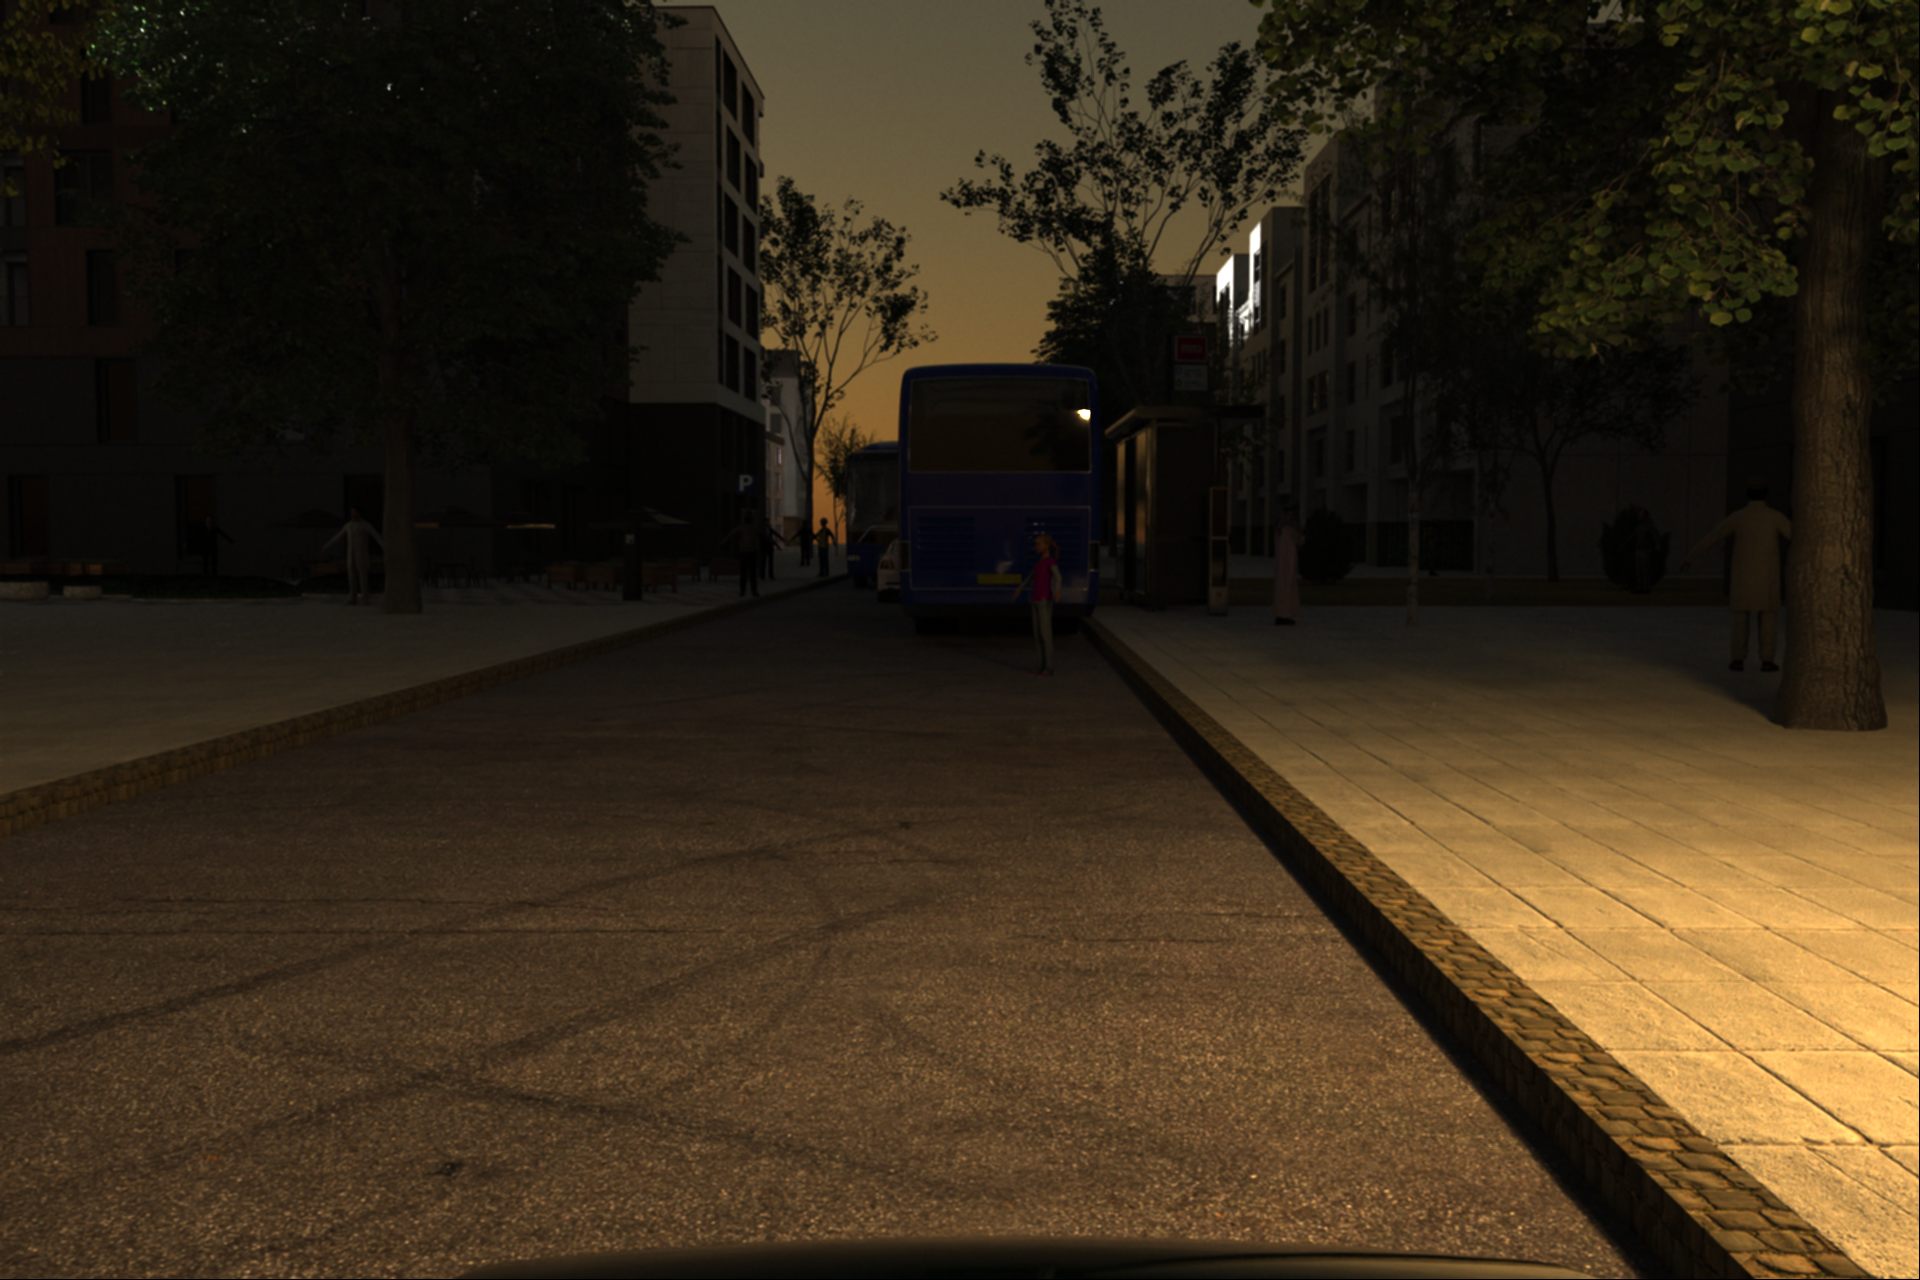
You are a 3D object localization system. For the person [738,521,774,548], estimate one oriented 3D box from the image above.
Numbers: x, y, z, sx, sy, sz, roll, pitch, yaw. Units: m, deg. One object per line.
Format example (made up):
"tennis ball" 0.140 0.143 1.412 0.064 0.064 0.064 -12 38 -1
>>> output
"person" -6.851 -3.206 58.561 1.346 1.812 0.704 -1 4 -17

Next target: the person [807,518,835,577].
"person" -4.143 -2.776 51.844 1.216 1.772 0.721 3 5 43

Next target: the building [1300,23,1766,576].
"building" 24.720 -12.370 68.700 16.747 18.905 31.486 0 4 1

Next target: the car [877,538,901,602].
"car" -0.782 -1.558 37.842 2.083 1.381 4.827 0 4 2

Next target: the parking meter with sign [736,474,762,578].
"parking meter with sign" -6.126 -3.337 50.816 0.543 3.016 1.738 0 4 3

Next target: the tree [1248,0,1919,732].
"tree" 5.807 -6.385 11.045 9.857 13.997 8.962 0 3 0

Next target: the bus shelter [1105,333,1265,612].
"bus shelter" 3.924 -3.352 32.435 2.179 5.291 8.768 0 4 0

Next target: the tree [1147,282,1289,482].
"tree" 7.478 -6.194 51.641 4.737 8.622 4.395 0 3 0

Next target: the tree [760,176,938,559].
"tree" -7.469 -14.347 90.465 12.611 20.169 13.585 0 3 0

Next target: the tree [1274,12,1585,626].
"tree" 6.093 -4.502 23.978 4.360 8.622 3.978 0 3 0

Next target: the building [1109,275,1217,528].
"building" 26.979 -18.897 152.947 27.936 21.610 32.646 0 4 1

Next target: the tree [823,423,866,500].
"tree" -7.059 -10.001 113.873 4.737 8.622 4.395 0 3 0

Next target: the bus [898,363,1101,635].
"bus" 0.555 -2.201 27.530 2.896 3.916 12.251 0 4 1

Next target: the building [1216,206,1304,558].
"building" 25.399 -14.409 102.046 16.747 18.905 31.486 0 4 1

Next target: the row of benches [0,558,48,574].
"row of benches" -25.698 -1.845 45.636 4.104 0.672 1.422 1 4 23

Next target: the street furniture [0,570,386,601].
"street furniture" -16.608 -1.227 35.682 10.072 0.657 5.734 0 4 -4

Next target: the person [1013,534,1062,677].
"person" 0.781 -0.348 17.414 0.599 1.433 0.991 -2 4 -23

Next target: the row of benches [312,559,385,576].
"row of benches" -14.729 -1.676 42.869 1.422 0.672 4.104 0 4 7

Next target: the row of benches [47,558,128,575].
"row of benches" -22.009 -1.728 43.717 1.422 0.672 4.104 -3 5 -45

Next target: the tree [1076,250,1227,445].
"tree" 4.758 -5.843 45.898 4.360 8.622 3.978 0 3 0

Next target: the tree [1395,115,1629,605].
"tree" 9.426 -4.951 31.312 4.360 8.622 3.978 0 3 0

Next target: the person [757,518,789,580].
"person" -5.346 -2.538 48.224 1.216 1.740 0.721 -2 4 -24

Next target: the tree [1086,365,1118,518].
"tree" 7.927 -11.694 109.320 7.486 12.596 7.792 0 3 0

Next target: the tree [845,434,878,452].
"tree" -7.119 -10.763 126.338 4.360 8.622 3.978 0 3 0

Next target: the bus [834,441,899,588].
"bus" -1.573 -3.536 49.366 2.896 3.916 12.251 0 4 1

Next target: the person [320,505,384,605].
"person" -10.911 -1.538 31.326 1.347 1.806 0.705 1 4 11

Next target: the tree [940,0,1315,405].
"tree" 5.455 -12.664 62.941 12.611 20.169 13.585 0 3 0

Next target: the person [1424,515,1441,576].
"person" 14.502 -2.886 52.954 0.705 1.858 1.354 1 4 8

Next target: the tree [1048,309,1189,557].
"tree" 8.544 -11.548 95.465 9.857 13.997 8.962 0 3 0

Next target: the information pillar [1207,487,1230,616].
"information pillar" 4.044 -1.385 27.143 0.304 2.012 0.304 0 4 1

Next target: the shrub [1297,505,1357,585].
"shrub" 9.244 -2.449 44.086 1.661 2.075 1.752 0 3 0

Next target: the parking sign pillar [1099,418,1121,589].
"parking sign pillar" 3.952 -3.216 41.057 1.447 3.967 1.447 0 4 2

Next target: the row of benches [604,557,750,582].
"row of benches" -7.659 -1.903 46.576 4.104 0.672 1.422 0 4 6

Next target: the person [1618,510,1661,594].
"person" 14.598 -1.883 37.063 0.705 1.796 1.348 -1 4 -15

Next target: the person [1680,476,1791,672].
"person" 7.457 -0.620 16.232 1.344 1.819 0.704 2 4 30

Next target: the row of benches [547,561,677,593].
"row of benches" -7.857 -1.448 39.130 4.104 0.672 1.422 3 5 42

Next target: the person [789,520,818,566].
"person" -6.236 -3.893 69.582 1.347 1.837 0.705 -2 4 -33

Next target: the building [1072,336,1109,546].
"building" 25.820 -21.473 195.065 27.936 21.610 32.646 0 4 1

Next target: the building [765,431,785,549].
"building" -19.948 -12.856 152.335 9.099 9.664 28.070 0 4 1

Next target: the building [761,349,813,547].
"building" -21.629 -19.712 178.708 16.016 20.090 11.380 0 4 2

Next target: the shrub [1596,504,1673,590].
"shrub" 15.589 -2.179 40.047 1.690 2.028 1.600 0 3 0

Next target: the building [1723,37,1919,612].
"building" 26.019 -10.708 19.051 27.936 21.610 32.646 0 4 2

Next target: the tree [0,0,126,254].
"tree" -8.887 -3.831 12.997 4.737 8.622 4.395 0 3 0

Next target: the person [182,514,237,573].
"person" -19.945 -2.437 46.033 1.347 1.806 0.705 -2 4 -26

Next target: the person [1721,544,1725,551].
"person" 17.860 -2.032 39.357 1.347 1.817 0.704 -2 4 -25

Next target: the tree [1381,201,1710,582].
"tree" 15.907 -6.858 46.542 8.767 10.594 7.601 -1 4 -9

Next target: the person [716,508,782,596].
"person" -4.350 -1.805 35.648 1.348 1.813 0.705 -1 4 -13

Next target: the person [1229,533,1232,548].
"person" 6.886 -2.444 46.186 0.704 1.802 1.346 3 5 44

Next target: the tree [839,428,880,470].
"tree" -6.789 -10.360 119.748 4.360 8.622 3.978 0 3 0

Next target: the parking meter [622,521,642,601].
"parking meter" -6.337 -1.533 33.470 0.372 1.533 0.369 0 3 0

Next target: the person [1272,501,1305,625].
"person" 4.651 -1.087 24.489 0.621 1.740 0.551 -3 4 -37

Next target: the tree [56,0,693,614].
"tree" -8.949 -7.403 27.696 9.857 13.997 8.962 0 3 0

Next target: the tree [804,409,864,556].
"tree" -7.548 -9.317 102.693 4.360 8.622 3.978 0 3 0

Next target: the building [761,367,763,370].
"building" -24.786 -20.844 197.219 16.016 20.090 11.380 0 4 1

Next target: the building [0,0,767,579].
"building" -23.510 -13.558 65.652 27.936 21.610 32.646 0 4 2

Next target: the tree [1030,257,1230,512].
"tree" 7.772 -10.553 79.204 9.857 13.997 8.962 0 3 0

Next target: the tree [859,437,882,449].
"tree" -6.859 -11.151 132.676 4.737 8.622 4.395 0 3 0

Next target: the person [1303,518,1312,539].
"person" 11.537 -3.104 56.902 1.345 1.843 0.704 2 4 32
